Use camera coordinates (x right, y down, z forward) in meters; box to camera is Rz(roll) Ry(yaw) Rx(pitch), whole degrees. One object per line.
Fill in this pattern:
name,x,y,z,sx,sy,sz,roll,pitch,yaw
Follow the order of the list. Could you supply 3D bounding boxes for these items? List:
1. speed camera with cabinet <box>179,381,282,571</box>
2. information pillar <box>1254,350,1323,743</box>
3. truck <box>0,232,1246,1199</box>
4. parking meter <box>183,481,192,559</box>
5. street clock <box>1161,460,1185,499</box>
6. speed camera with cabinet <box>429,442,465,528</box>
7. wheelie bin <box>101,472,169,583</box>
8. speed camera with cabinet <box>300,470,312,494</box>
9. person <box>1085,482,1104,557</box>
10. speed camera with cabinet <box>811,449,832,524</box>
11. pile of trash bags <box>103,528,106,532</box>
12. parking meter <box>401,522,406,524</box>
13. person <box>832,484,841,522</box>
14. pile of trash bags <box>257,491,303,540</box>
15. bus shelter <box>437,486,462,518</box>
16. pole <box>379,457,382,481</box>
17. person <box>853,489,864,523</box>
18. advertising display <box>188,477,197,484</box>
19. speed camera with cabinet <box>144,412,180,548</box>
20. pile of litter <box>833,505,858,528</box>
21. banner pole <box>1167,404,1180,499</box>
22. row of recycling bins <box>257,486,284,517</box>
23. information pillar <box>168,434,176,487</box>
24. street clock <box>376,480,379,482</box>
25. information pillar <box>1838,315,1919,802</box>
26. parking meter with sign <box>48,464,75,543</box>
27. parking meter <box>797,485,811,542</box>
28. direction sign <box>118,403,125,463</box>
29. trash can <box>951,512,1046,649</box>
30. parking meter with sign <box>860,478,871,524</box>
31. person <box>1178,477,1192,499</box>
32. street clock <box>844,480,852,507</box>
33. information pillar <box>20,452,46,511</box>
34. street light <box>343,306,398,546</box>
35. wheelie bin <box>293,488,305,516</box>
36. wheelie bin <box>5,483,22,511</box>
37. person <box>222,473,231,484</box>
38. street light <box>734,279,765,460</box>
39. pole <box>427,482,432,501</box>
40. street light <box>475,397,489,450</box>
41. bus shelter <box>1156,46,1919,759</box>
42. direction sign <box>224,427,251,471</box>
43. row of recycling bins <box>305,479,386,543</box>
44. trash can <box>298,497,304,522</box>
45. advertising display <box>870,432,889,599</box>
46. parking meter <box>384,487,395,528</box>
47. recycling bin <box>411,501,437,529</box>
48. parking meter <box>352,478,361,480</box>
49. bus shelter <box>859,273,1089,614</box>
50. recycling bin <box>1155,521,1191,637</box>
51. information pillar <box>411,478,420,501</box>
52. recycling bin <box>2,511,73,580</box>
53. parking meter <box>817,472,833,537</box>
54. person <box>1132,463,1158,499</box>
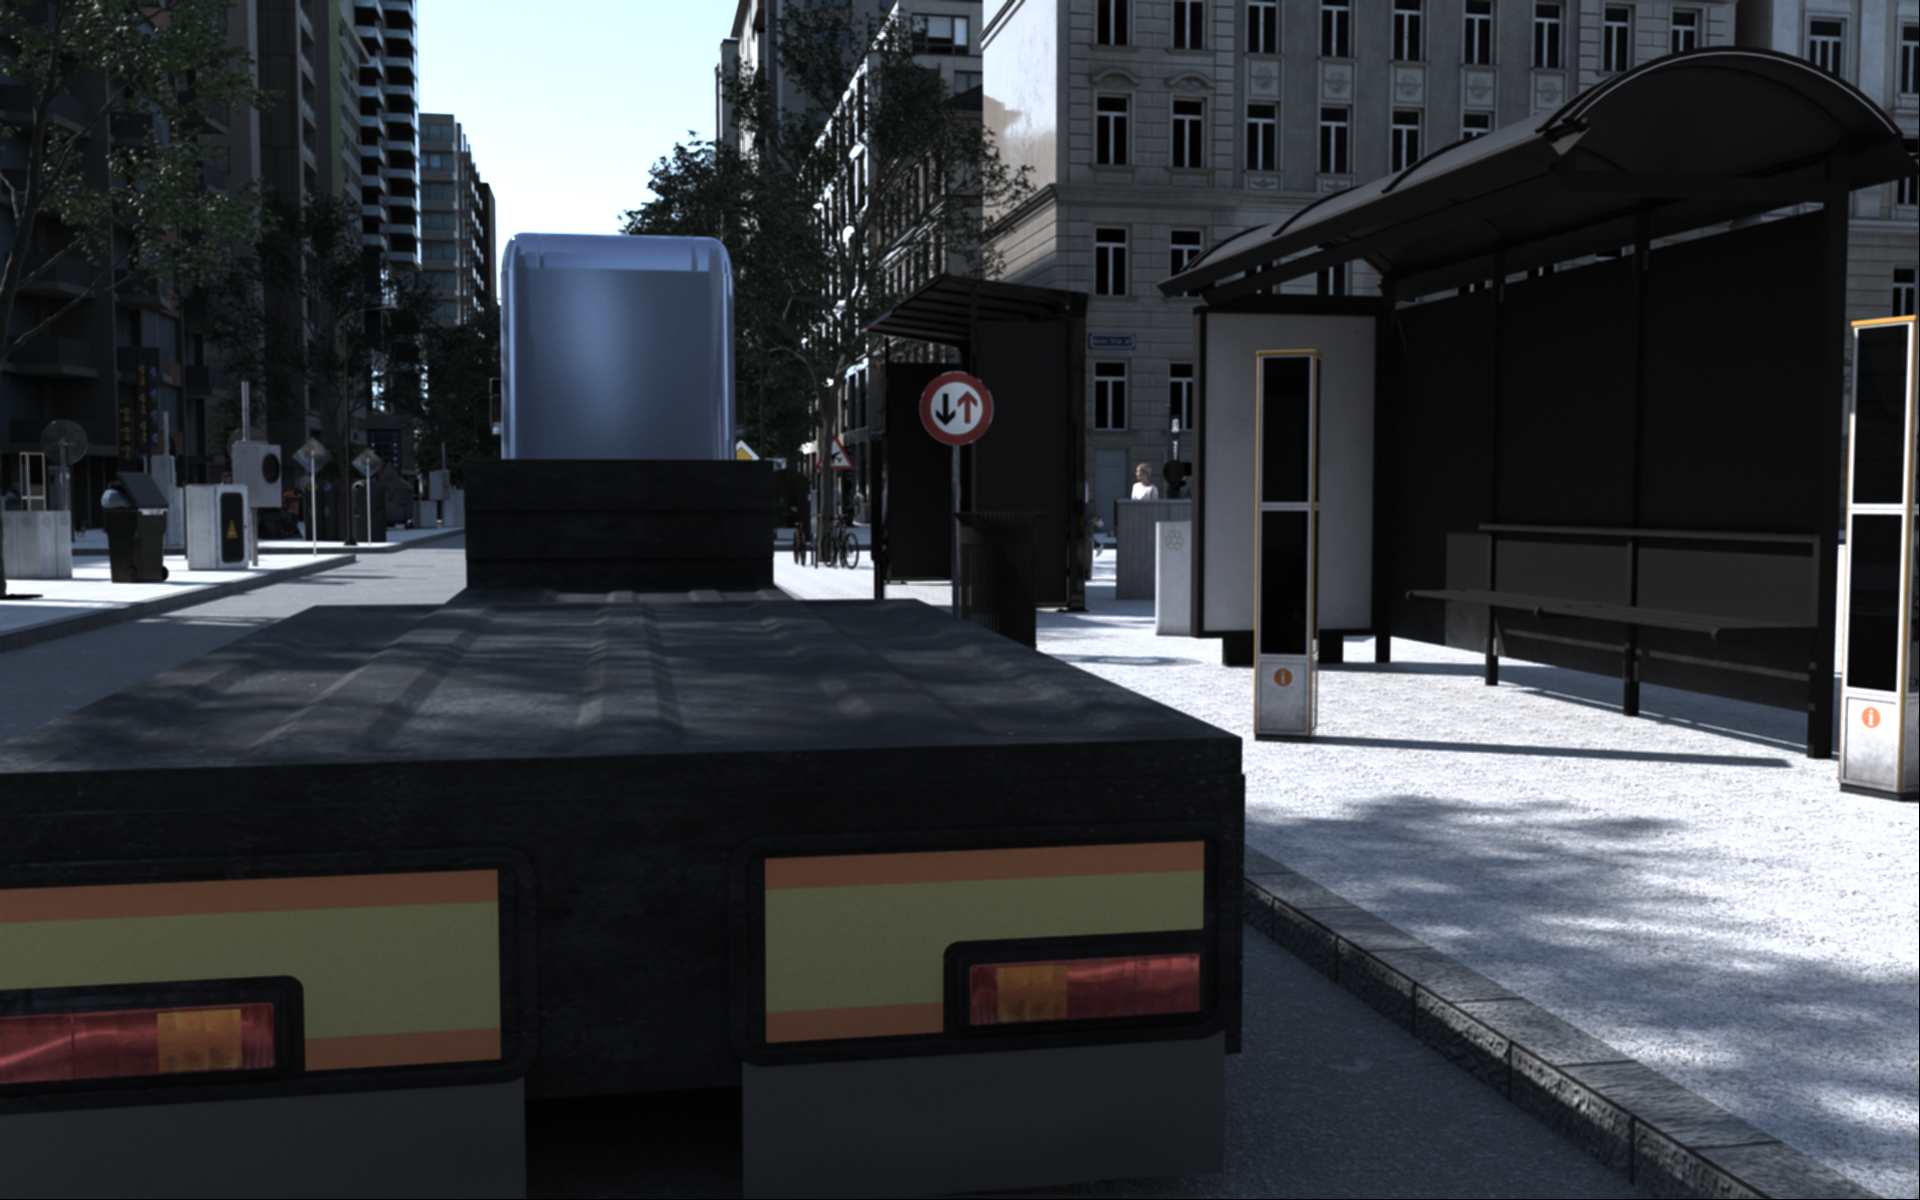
speed camera with cabinet,-12.487,-2.171,29.826,0.660,3.252,2.038,1,4,9
information pillar,1.710,-0.278,9.034,0.304,2.012,0.304,1,4,17
truck,-2.418,-1.381,12.337,2.967,4.110,18.799,-1,4,-11
parking meter,-15.179,-1.585,34.331,0.372,1.533,0.369,0,3,0
street clock,4.507,-1.962,36.657,0.471,2.002,0.358,0,4,-3
speed camera with cabinet,-19.840,-4.449,67.070,0.660,3.252,2.038,1,4,9
wheelie bin,-12.005,-1.055,25.157,0.693,1.594,0.980,1,4,17
speed camera with cabinet,-33.012,-5.824,89.555,2.038,3.252,0.660,-1,4,-18
person,2.531,-1.805,35.407,0.795,1.843,0.661,0,4,-6
speed camera with cabinet,-6.093,-4.926,74.869,0.660,3.252,2.038,1,4,13
pile of trash bags,-27.046,-2.938,57.785,3.447,1.369,1.912,3,4,38
parking meter,-23.836,-4.169,73.882,0.255,1.863,0.399,1,4,21
person,-5.072,-3.935,70.647,0.793,1.790,0.793,1,4,13
pile of trash bags,-19.969,-2.473,50.187,1.912,1.369,3.447,0,4,1
bus shelter,-27.922,-6.393,95.814,1.731,3.624,6.357,-1,4,-11
pole,-31.882,-6.207,95.326,0.158,3.312,0.155,0,3,0
person,-4.442,-4.092,75.547,0.503,1.515,0.523,-1,4,-17
advertising display,-28.499,-3.618,64.368,0.123,1.923,0.974,-3,4,-36
speed camera with cabinet,-19.388,-2.930,42.237,0.660,3.252,2.038,-1,4,-14
pile of litter,-4.528,-3.234,66.834,1.176,0.858,1.719,0,4,-6
banner pole,5.918,-3.560,48.219,0.401,3.779,0.863,-1,4,-20
row of recycling bins,-26.371,-3.563,65.362,1.069,1.692,3.534,0,4,-6
information pillar,-29.095,-4.432,63.825,0.183,3.616,0.504,1,4,17
street clock,-30.977,-5.354,92.101,0.358,2.002,0.471,3,4,38
information pillar,3.983,-0.174,7.341,0.304,2.012,0.304,-2,4,-25
parking meter with sign,-23.996,-3.059,46.276,0.543,3.016,1.738,-3,5,-43
parking meter,-4.178,-2.320,46.338,0.372,1.533,0.369,0,3,0
direction sign,-20.680,-3.147,43.446,0.379,3.537,0.876,2,4,28
trash can,0.302,-0.125,13.691,0.748,1.137,0.748,0,3,0
parking meter with sign,-3.475,-4.754,73.994,1.738,3.016,0.543,-3,5,-43
person,6.949,-2.866,53.010,0.694,1.812,0.767,0,4,3
street clock,-5.762,-5.167,89.050,0.358,2.002,0.471,-2,4,-34
information pillar,-16.461,-1.608,30.786,0.304,2.012,0.304,3,5,41
street light,-14.596,-4.304,42.910,1.470,5.913,1.316,-1,4,-11
wheelie bin,-33.718,-4.912,88.213,0.693,1.594,0.980,-3,5,-44
wheelie bin,-26.016,-2.455,48.050,0.693,1.594,0.980,1,4,19
person,-17.918,-2.207,42.309,0.466,1.800,0.511,2,4,34
street light,-4.740,-3.932,36.835,1.470,5.913,1.316,-1,4,-11
pole,-24.562,-5.278,80.134,0.158,3.312,0.155,0,3,0
street light,-22.250,-6.675,81.669,1.470,5.913,1.316,-1,4,-11
bus shelter,3.001,-1.018,10.572,2.014,3.302,5.546,-1,4,-11
direction sign,-24.271,-4.055,58.303,0.876,3.537,0.379,0,4,-1
row of recycling bins,-16.710,-2.446,47.101,3.534,1.692,1.069,3,5,44
trash can,-30.762,-4.235,80.902,0.748,1.137,0.748,0,3,0
advertising display,-0.850,-0.810,18.463,0.123,1.923,0.974,0,4,2
parking meter,-21.917,-3.722,66.563,0.255,1.863,0.399,1,4,18
recycling bin,-19.850,-3.153,64.108,0.722,1.027,0.722,3,5,41
parking meter,-21.590,-3.457,62.234,0.399,1.863,0.255,1,4,12
bus shelter,0.022,-1.859,21.678,1.731,3.624,6.357,-1,4,-11
recycling bin,2.235,-0.201,15.848,0.722,1.027,0.722,2,4,25
information pillar,-25.142,-4.616,79.962,0.304,2.012,0.304,-3,4,-37
recycling bin,-13.996,-0.836,26.223,0.722,1.027,0.722,1,4,12
parking meter,-3.646,-2.516,46.849,0.255,1.863,0.399,3,5,44
person,2.765,-1.195,26.248,0.731,1.740,0.598,3,4,36
